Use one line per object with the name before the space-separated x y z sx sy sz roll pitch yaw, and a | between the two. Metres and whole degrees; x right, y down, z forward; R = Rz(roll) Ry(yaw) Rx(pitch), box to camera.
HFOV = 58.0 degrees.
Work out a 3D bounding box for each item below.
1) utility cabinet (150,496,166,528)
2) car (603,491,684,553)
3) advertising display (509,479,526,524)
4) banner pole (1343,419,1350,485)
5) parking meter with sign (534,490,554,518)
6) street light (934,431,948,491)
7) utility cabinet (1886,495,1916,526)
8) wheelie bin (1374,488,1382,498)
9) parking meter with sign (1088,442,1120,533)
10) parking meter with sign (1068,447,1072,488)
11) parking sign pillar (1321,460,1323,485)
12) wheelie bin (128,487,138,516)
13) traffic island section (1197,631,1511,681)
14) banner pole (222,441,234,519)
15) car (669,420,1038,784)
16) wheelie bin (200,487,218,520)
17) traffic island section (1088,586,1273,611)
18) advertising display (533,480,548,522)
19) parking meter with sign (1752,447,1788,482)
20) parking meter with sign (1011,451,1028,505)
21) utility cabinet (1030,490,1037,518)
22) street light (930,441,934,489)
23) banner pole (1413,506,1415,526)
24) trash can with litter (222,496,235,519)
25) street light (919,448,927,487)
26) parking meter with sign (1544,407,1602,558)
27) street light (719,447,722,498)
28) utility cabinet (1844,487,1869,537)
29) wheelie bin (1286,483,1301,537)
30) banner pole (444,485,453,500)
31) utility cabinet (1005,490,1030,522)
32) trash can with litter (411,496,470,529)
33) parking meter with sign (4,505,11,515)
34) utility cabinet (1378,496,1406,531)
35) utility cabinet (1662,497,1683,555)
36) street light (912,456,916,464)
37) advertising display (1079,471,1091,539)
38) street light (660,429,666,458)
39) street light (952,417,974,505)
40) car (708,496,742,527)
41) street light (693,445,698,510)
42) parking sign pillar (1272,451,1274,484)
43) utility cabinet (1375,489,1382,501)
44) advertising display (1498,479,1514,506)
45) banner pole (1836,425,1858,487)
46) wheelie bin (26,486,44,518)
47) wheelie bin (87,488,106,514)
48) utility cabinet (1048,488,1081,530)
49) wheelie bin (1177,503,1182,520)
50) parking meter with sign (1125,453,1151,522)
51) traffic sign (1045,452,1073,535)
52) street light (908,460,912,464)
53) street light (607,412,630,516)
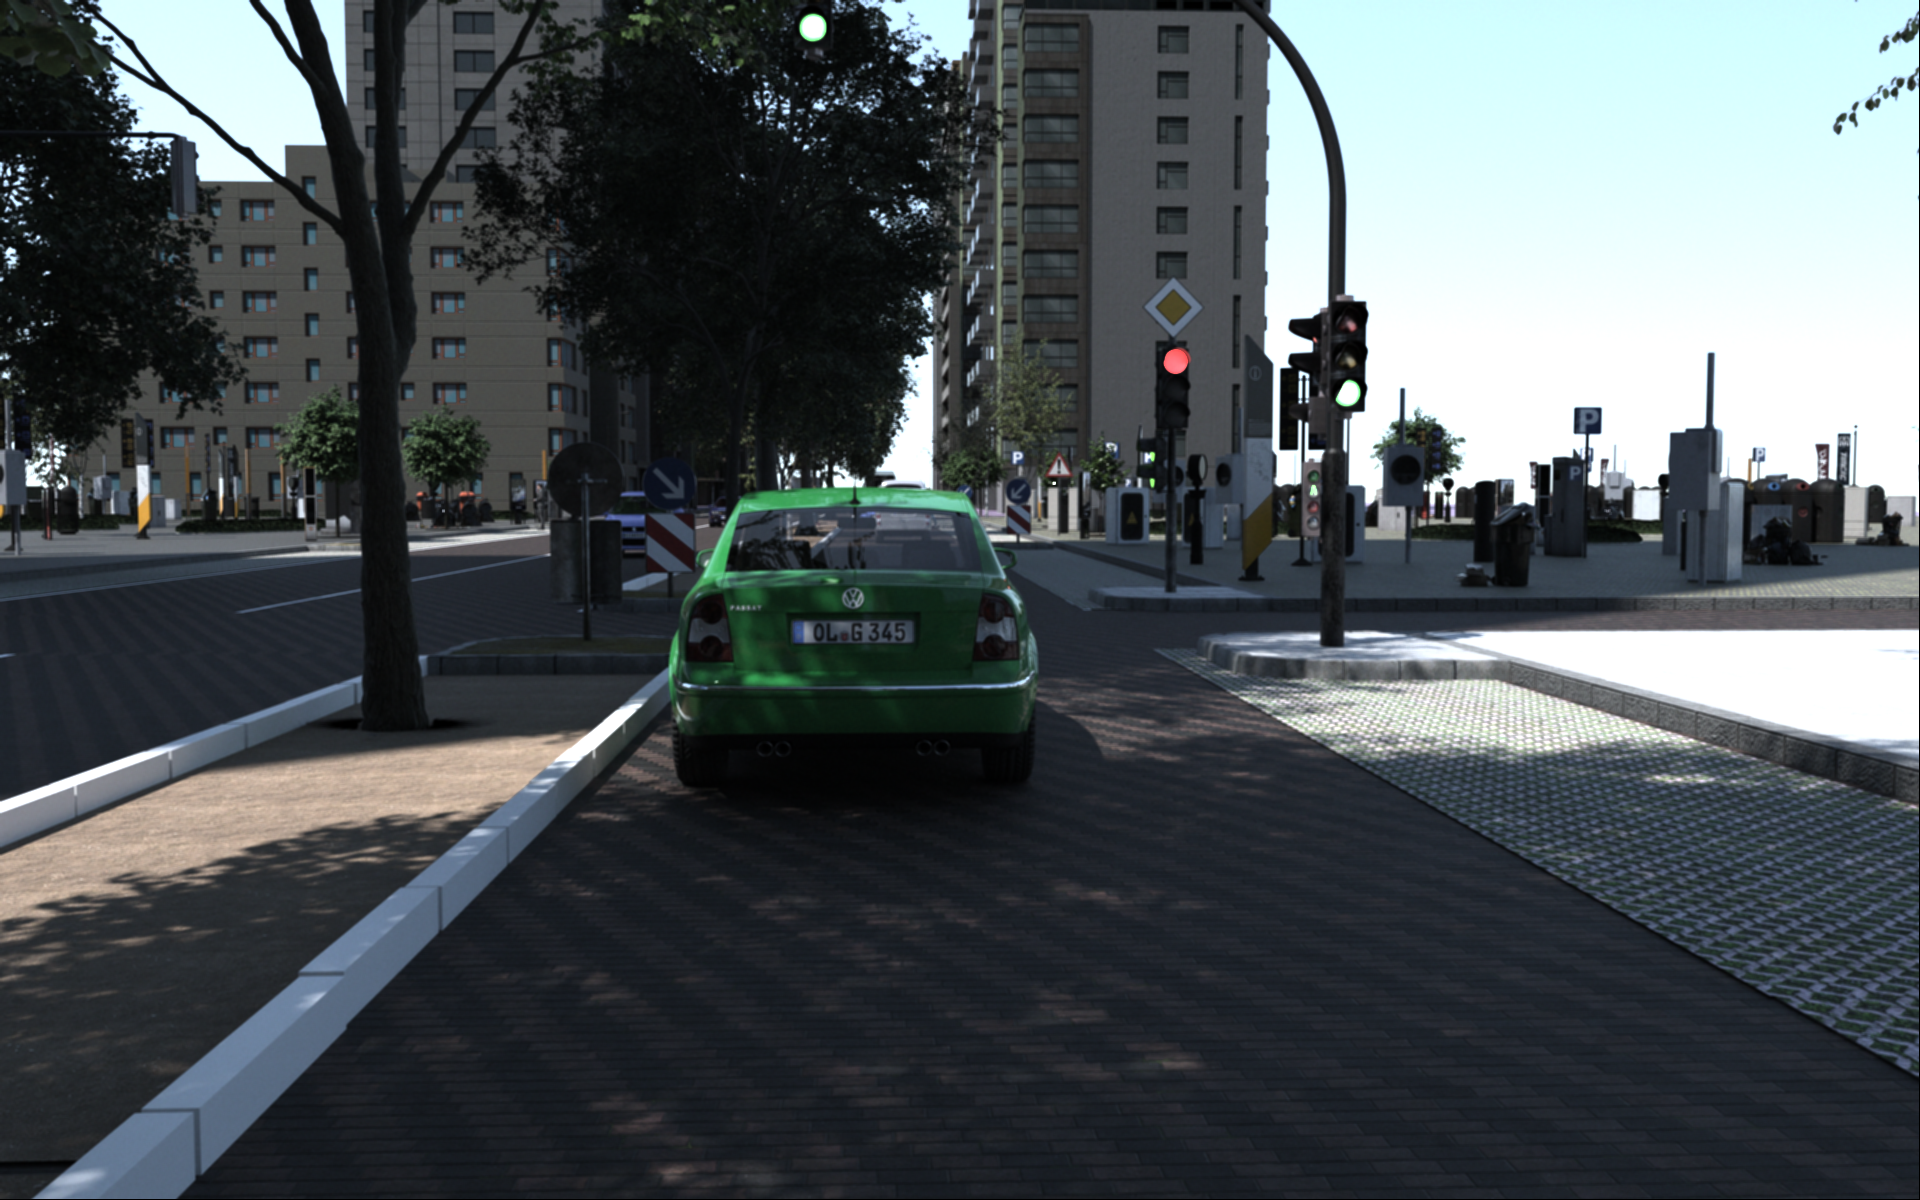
utility cabinet | -30.794 -3.357 66.045 0.306 1.237 1.020 2 4 24
car | -7.412 -1.895 40.572 1.945 1.707 3.694 0 4 -4
advertising display | -18.745 -4.171 73.414 0.123 1.923 0.974 2 4 24
banner pole | 10.353 -3.482 46.955 0.863 3.779 0.401 -2 4 -35
parking meter with sign | -21.950 -5.902 92.751 1.738 3.016 0.543 1 4 12
street light | -0.949 -9.498 127.831 1.470 5.913 1.316 0 4 -3
utility cabinet | 37.592 -3.548 69.173 0.306 1.237 1.020 -2 4 -35
wheelie bin | 22.334 -5.112 91.488 0.693 1.594 0.980 -2 4 -28
parking meter with sign | 4.705 -3.754 57.632 0.543 3.016 1.738 2 4 29
parking meter with sign | 4.858 -4.106 63.390 1.738 3.016 0.543 1 4 9
parking sign pillar | 20.387 -6.546 95.496 1.447 3.967 1.447 -2 4 -24
wheelie bin | -38.728 -4.508 81.608 0.980 1.594 0.693 2 4 25
traffic island section | 3.159 0.466 14.664 2.009 0.180 2.903 0 4 -3
banner pole | -34.748 -5.645 82.320 0.401 3.779 0.863 2 4 28
car | -0.594 -0.071 9.961 1.959 1.807 4.718 0 4 -3
wheelie bin | -34.533 -4.390 79.692 0.693 1.594 0.980 -3 4 -37
traffic island section | 2.776 -0.022 22.640 2.009 0.180 2.903 0 4 -3
advertising display | -19.031 -4.490 78.619 0.123 1.923 0.974 1 4 20
parking meter with sign | 30.065 -4.132 63.812 0.543 3.016 1.738 -1 4 -22
parking meter with sign | 2.426 -4.479 69.487 0.543 3.016 1.738 0 4 -6
utility cabinet | 3.528 -5.100 92.061 1.173 1.500 0.318 3 4 37
street light | -1.932 -10.911 150.943 1.470 5.913 1.316 0 4 -3
banner pole | 17.879 -4.824 68.883 0.401 3.779 0.863 -3 5 -39
trash can with litter | -31.132 -3.791 73.040 2.233 1.210 1.678 0 4 8
street light | -3.149 -12.329 174.120 1.470 5.913 1.316 0 4 -3
parking meter with sign | 12.512 -2.405 35.578 0.543 3.016 1.738 0 4 -4
street light | -22.592 -11.885 166.853 1.470 5.913 1.316 0 4 -3
utility cabinet | 26.123 -2.596 51.121 1.173 1.500 0.318 3 5 43
wheelie bin | 10.131 -2.661 51.420 0.693 1.594 0.980 2 4 31
banner pole | -24.092 -5.607 81.684 0.401 3.779 0.863 1 4 14
utility cabinet | 2.534 -4.282 78.695 0.318 1.500 1.173 -3 5 -39
trash can with litter | -19.605 -3.314 65.244 2.233 1.210 1.678 -1 4 -23
parking meter with sign | -51.585 -5.963 93.748 0.543 3.016 1.738 0 4 -1
utility cabinet | 15.153 -3.021 60.555 1.020 1.237 0.306 1 4 23
utility cabinet | 15.262 -1.583 37.045 0.306 1.237 1.020 2 4 29
street light | -4.783 -14.595 211.172 1.470 5.913 1.316 0 4 -3
advertising display | 3.554 -2.696 49.292 0.123 1.923 0.974 1 4 18
street light | -20.374 -9.083 121.050 1.470 5.913 1.316 0 4 -3
street light | 0.272 -8.105 105.053 1.470 5.913 1.316 0 4 -3
car | -10.044 -3.896 76.280 1.945 1.354 3.894 0 4 -2
street light | -21.438 -10.465 143.644 1.470 5.913 1.316 0 4 -3
parking sign pillar | 13.583 -5.479 78.046 1.447 3.967 1.447 -2 4 -29
utility cabinet | 18.140 -3.939 73.085 1.173 1.500 0.318 3 5 39
advertising display | 23.078 -4.160 73.229 0.974 1.923 0.123 -3 4 -37
banner pole | 32.107 -4.442 62.645 0.863 3.779 0.401 0 4 5
wheelie bin | -36.581 -3.702 68.437 0.980 1.594 0.693 -2 4 -29
wheelie bin | -45.118 -5.050 90.471 0.693 1.594 0.980 2 4 32
utility cabinet | 3.663 -3.177 60.624 1.173 1.500 0.318 2 4 31
wheelie bin | 9.800 -4.255 77.476 0.980 1.594 0.693 -1 4 -18
parking meter with sign | 6.720 -4.326 66.993 1.738 3.016 0.543 -3 4 -38
traffic sign | 3.070 -3.285 53.719 0.884 2.594 0.081 0 4 0
street light | -5.865 -15.977 233.765 1.470 5.913 1.316 0 4 -3
street light | -19.324 -7.673 97.988 1.470 5.913 1.316 0 4 -3
